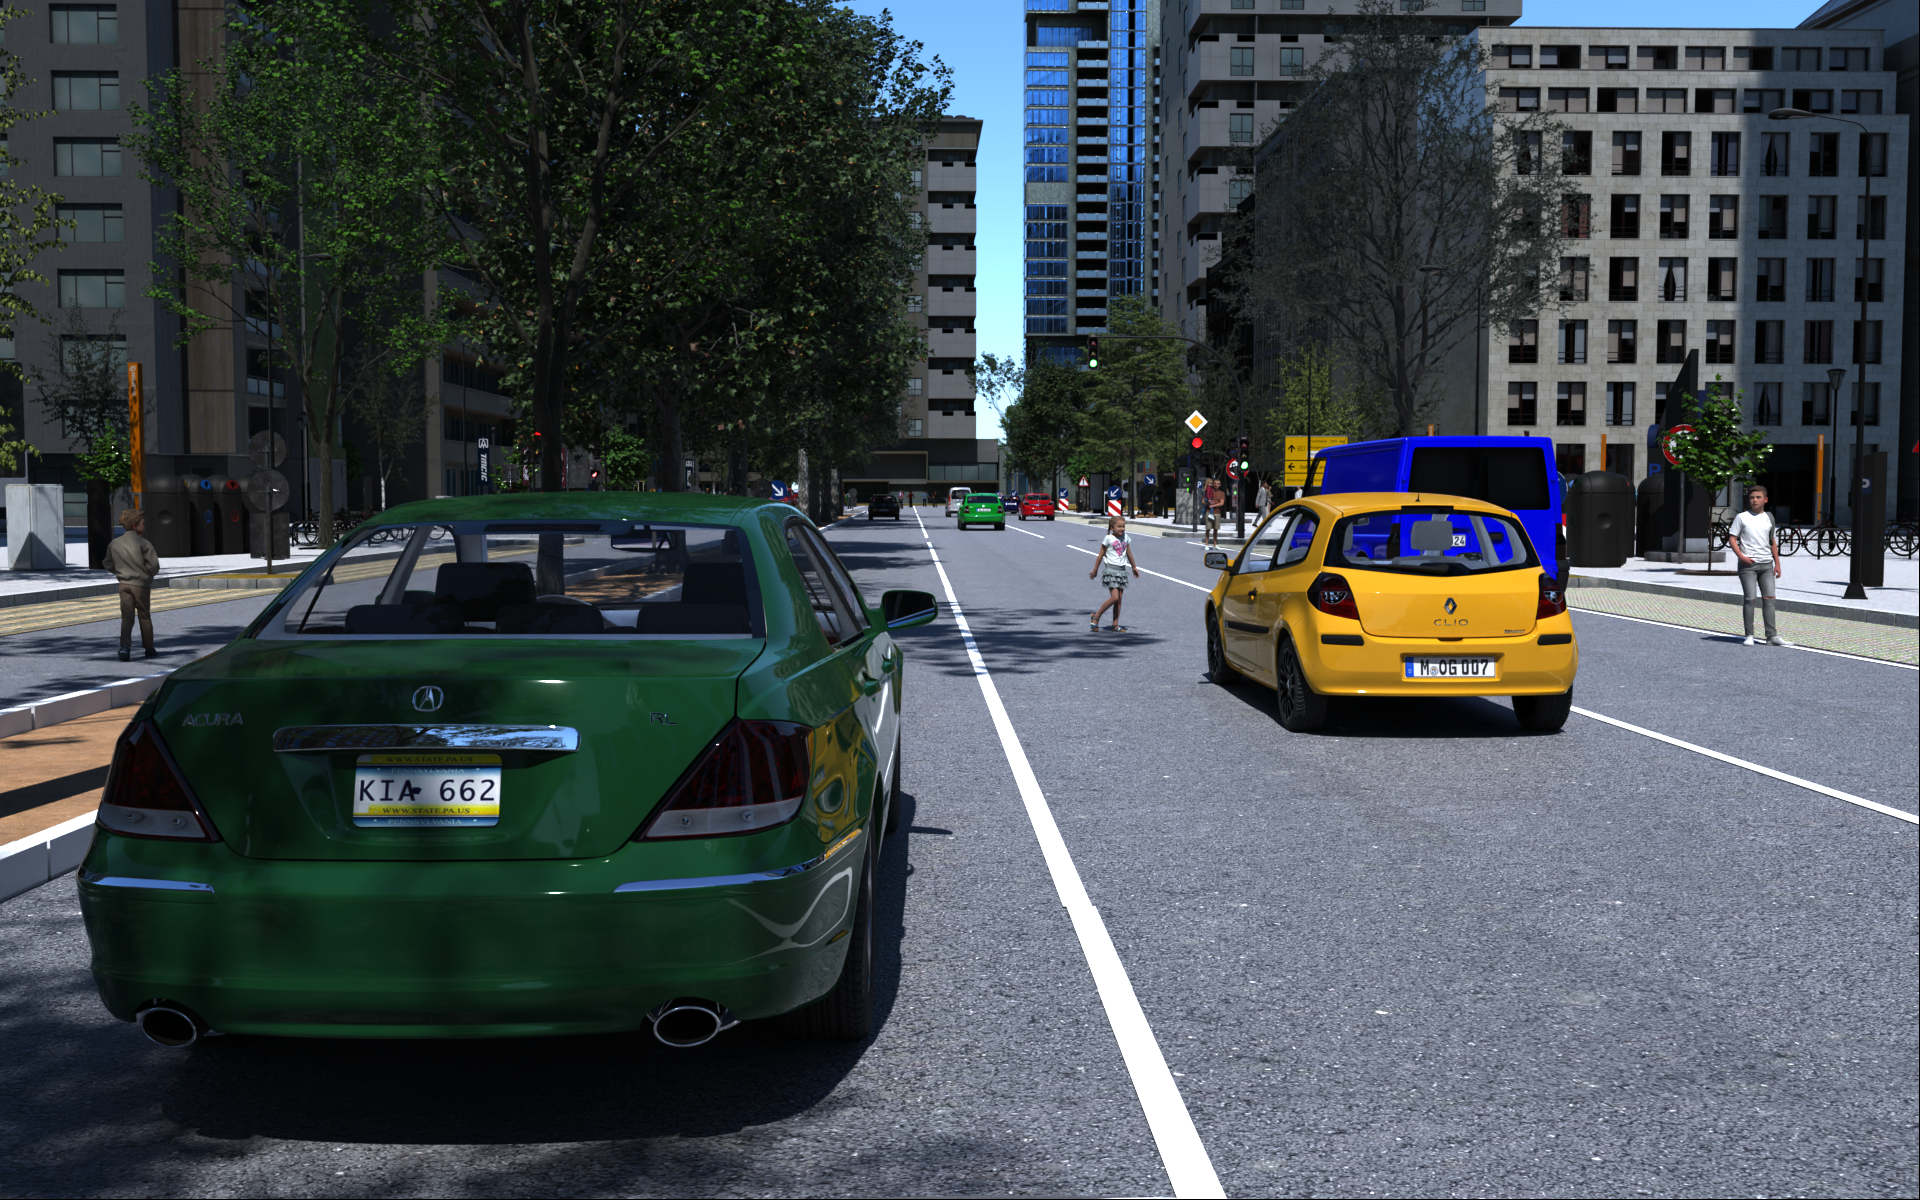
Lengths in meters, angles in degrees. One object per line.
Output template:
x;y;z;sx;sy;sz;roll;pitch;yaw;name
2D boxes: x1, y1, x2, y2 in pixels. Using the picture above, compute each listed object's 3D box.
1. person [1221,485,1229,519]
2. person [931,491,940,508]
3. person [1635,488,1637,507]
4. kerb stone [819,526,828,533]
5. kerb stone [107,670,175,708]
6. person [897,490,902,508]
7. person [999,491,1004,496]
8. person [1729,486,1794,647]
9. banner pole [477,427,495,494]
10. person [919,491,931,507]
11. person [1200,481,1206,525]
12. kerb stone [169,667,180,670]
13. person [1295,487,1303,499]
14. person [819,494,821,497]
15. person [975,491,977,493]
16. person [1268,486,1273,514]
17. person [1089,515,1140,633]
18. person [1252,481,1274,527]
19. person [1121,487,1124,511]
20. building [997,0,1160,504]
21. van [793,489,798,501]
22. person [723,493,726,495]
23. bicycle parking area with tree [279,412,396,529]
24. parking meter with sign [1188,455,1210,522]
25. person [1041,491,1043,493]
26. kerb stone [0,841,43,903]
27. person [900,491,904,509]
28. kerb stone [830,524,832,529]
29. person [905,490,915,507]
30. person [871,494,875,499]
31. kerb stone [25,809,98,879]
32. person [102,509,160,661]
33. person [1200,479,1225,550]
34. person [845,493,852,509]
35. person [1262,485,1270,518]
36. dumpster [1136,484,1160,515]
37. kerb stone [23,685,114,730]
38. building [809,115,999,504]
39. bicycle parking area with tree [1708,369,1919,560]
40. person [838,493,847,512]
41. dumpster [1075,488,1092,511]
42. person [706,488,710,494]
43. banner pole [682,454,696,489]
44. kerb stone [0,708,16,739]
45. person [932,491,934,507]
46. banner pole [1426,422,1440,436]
13.799;-5.175;90.832;0.473;1.802;0.592;-3;4;-38;person
-2.573;-10.721;184.615;1.217;1.723;0.721;-2;4;-33;person
24.456;-3.517;63.405;0.638;1.841;0.748;2;4;28;person
-5.204;-2.671;65.862;0.120;0.150;1.000;0;4;-2;kerb stone
-5.699;0.625;11.988;0.120;0.150;1.000;0;4;-2;kerb stone
-6.415;-10.688;183.118;0.599;1.838;0.709;1;4;17;person
3.962;-9.515;164.740;0.551;1.740;0.621;2;4;26;person
7.552;-0.321;16.344;0.503;1.515;0.523;-2;4;-32;person
-17.711;-4.587;65.014;0.863;3.779;0.401;0;4;6;banner pole
-4.064;-11.663;199.171;1.348;1.826;0.705;-1;4;-14;person
10.260;-4.012;71.846;0.583;1.804;0.606;0;4;3;person
-5.731;0.562;13.010;0.120;0.150;1.000;0;4;-2;kerb stone
15.147;-4.331;77.205;0.624;1.780;0.694;0;4;-1;person
-14.350;-10.152;174.499;1.348;1.821;0.705;3;5;42;person
1.411;-9.213;159.844;1.217;1.743;0.721;1;4;13;person
18.750;-6.018;104.785;0.374;1.781;0.599;1;4;18;person
1.620;-0.277;18.039;0.505;1.210;0.382;-2;4;-34;person
11.601;-3.678;66.446;0.850;1.792;0.678;2;4;29;person
12.366;-7.704;132.006;0.388;1.821;0.555;0;4;0;person
20.356;-56.547;237.211;31.000;86.520;22.319;0;4;-2;building
-11.657;-7.378;127.642;2.013;2.044;4.112;0;4;-2;van
-18.171;-7.893;135.796;1.217;1.736;0.721;-1;4;-15;person
-23.909;-4.637;62.821;9.016;4.147;8.231;-1;4;-9;bicycle parking area with tree
11.064;-5.027;78.458;0.543;3.016;1.738;3;5;44;parking meter with sign
9.181;-11.520;195.866;0.593;1.643;0.415;3;5;44;person
-3.421;0.996;5.906;0.120;0.150;1.000;0;4;-2;kerb stone
-5.711;-9.702;167.850;0.721;1.743;1.217;0;4;-8;person
-5.289;-2.858;68.939;0.120;0.150;1.000;0;4;-2;kerb stone
-5.308;-10.862;186.052;1.348;1.831;0.705;-3;5;-43;person
-9.378;-10.852;189.156;0.991;1.433;0.599;1;4;14;person
-3.452;0.937;6.928;0.120;0.150;1.000;0;4;-2;kerb stone
-7.164;-0.136;14.991;0.475;1.303;0.640;-1;4;-12;person
6.418;-2.183;44.162;0.573;1.828;0.580;3;5;39;person
-10.695;-9.741;167.853;1.350;1.814;0.705;-2;4;-24;person
14.809;-4.738;84.055;0.362;1.759;0.519;-2;4;-24;person
11.423;-6.065;104.922;1.264;1.857;1.865;0;4;-2;dumpster
-5.662;0.687;10.958;0.120;0.150;1.000;0;4;-2;kerb stone
-8.971;-39.832;240.497;27.495;52.752;28.713;0;4;-2;building
20.136;-3.067;37.146;9.016;4.147;8.231;1;4;15;bicycle parking area with tree
-7.818;-6.501;114.883;0.616;1.811;0.778;1;4;14;person
9.511;-7.761;132.653;1.264;1.857;1.865;0;4;-2;dumpster
-20.231;-8.050;138.176;0.721;1.766;1.217;1;4;9;person
-17.038;-7.212;107.930;0.863;3.779;0.401;-1;4;-16;banner pole
-5.638;0.754;9.932;0.120;0.150;1.000;0;4;-2;kerb stone
-2.887;-11.222;192.701;0.721;1.735;1.217;0;4;0;person
16.598;-4.325;60.738;0.401;3.779;0.863;-2;4;-25;banner pole
